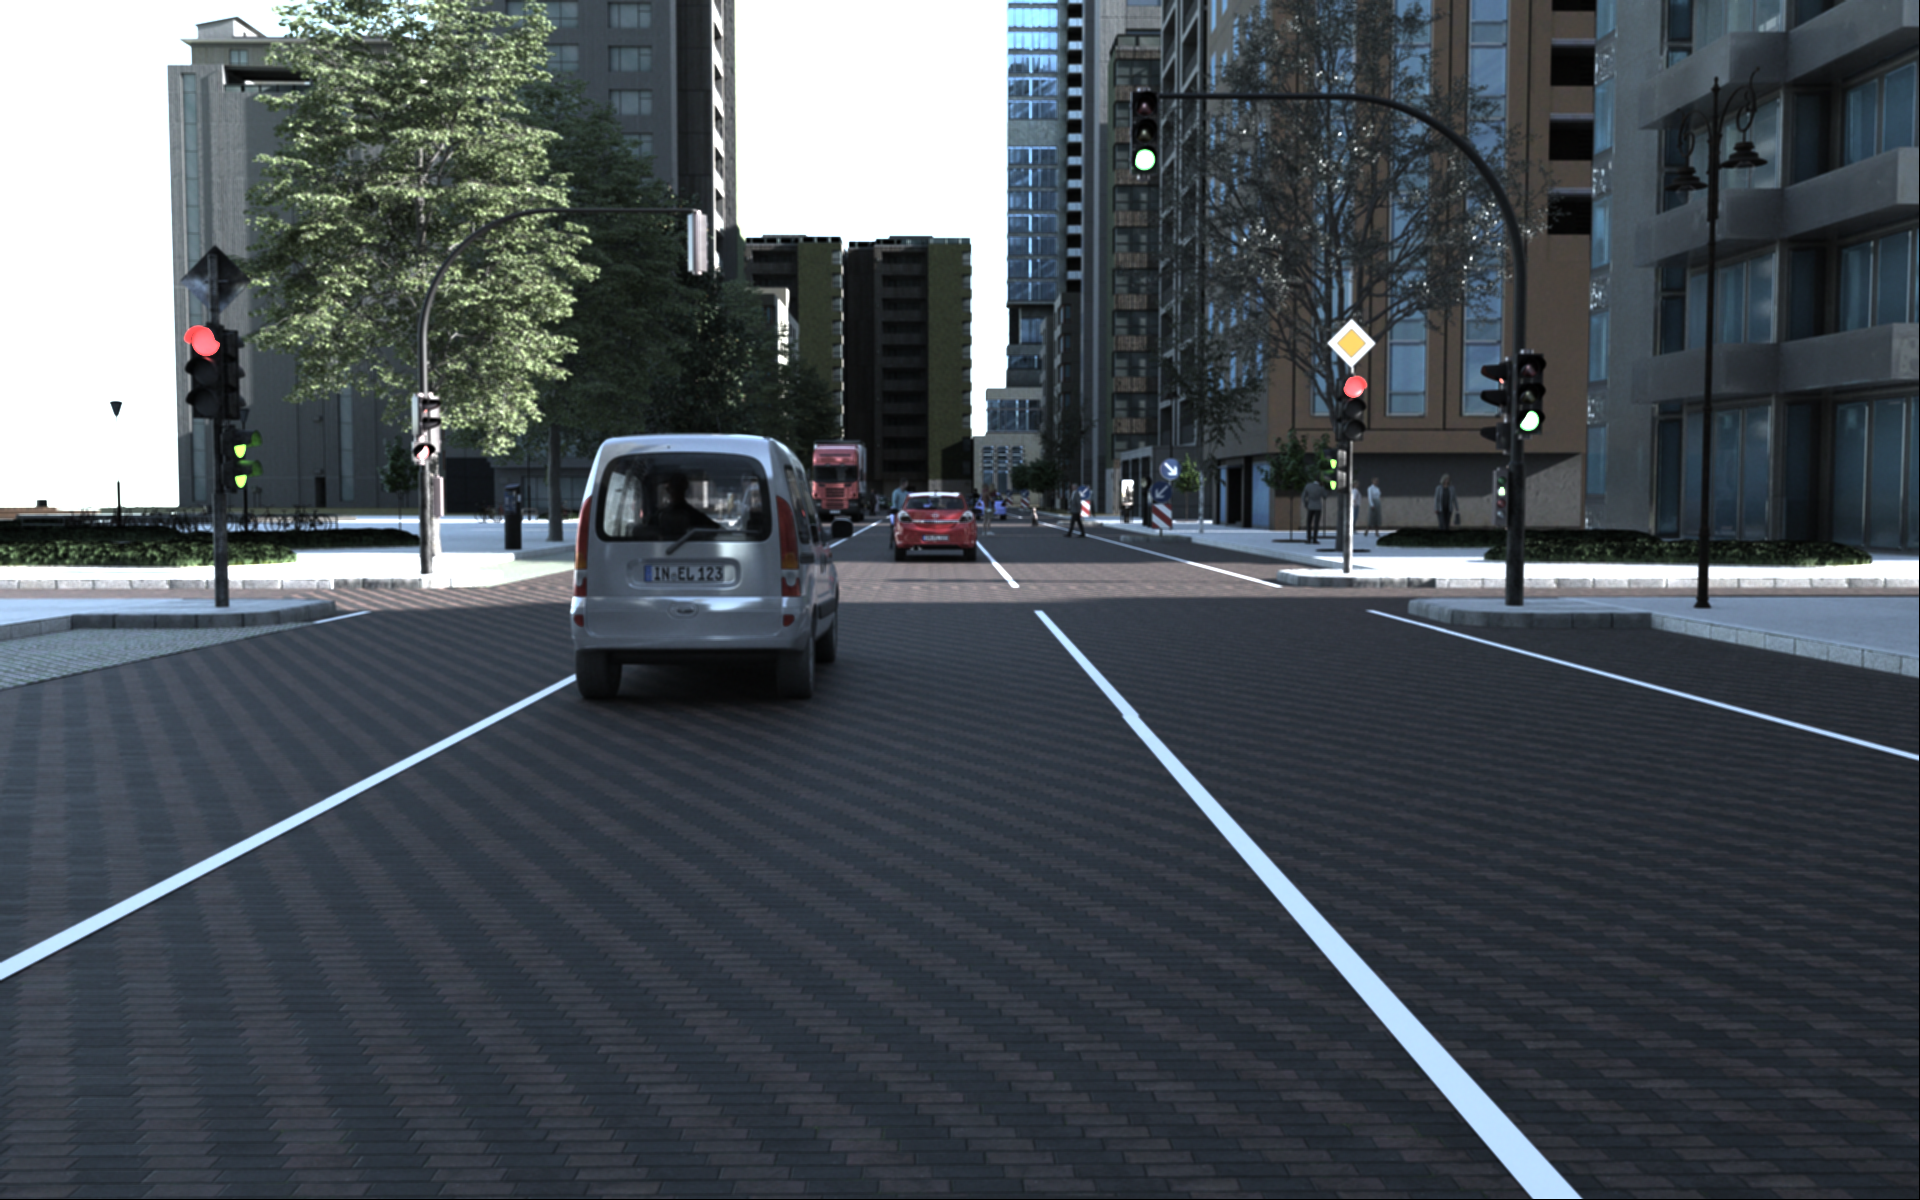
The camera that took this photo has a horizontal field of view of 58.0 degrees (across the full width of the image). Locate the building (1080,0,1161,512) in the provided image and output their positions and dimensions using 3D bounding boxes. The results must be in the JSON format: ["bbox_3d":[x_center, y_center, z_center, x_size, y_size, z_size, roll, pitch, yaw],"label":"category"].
[{"bbox_3d":[19.899,-36.177,133.499,21.231,58.520,28.212,0,4,-1],"label":"building"}]

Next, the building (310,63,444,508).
[{"bbox_3d":[-52.699,-29.630,168.042,14.086,41.232,14.154,0,4,-1],"label":"building"}]

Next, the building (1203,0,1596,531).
[{"bbox_3d":[17.349,-25.402,65.427,14.600,45.320,14.200,0,4,-1],"label":"building"}]

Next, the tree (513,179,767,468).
[{"bbox_3d":[-11.369,-8.860,61.870,9.611,12.733,9.660,0,3,0],"label":"tree"}]

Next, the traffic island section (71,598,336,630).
[{"bbox_3d":[-8.437,0.154,19.763,2.009,0.180,2.903,0,4,-1],"label":"traffic island section"}]

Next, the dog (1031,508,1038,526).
[{"bbox_3d":[3.410,-3.685,77.084,0.800,0.831,0.513,-3,4,-39],"label":"dog"}]

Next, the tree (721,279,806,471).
[{"bbox_3d":[-12.095,-10.637,92.037,7.486,12.596,7.792,0,3,0],"label":"tree"}]

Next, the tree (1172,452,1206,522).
[{"bbox_3d":[10.387,-5.231,80.124,1.663,3.219,1.824,0,3,0],"label":"tree"}]

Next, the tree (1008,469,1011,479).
[{"bbox_3d":[6.110,-10.999,163.545,4.285,4.588,4.351,0,3,0],"label":"tree"}]

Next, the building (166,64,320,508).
[{"bbox_3d":[-66.796,-29.667,168.642,14.086,41.232,14.154,0,4,-1],"label":"building"}]

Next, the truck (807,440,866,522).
[{"bbox_3d":[-6.406,-6.329,92.393,2.839,4.237,11.283,0,4,-1],"label":"truck"}]

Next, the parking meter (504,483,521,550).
[{"bbox_3d":[-10.362,-1.939,40.120,0.372,1.533,0.369,0,3,0],"label":"parking meter"}]

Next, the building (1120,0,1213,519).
[{"bbox_3d":[19.826,-39.865,90.037,20.563,71.187,20.611,0,4,-1],"label":"building"}]

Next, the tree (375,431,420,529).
[{"bbox_3d":[-16.929,-3.512,52.022,1.663,3.219,1.824,0,3,0],"label":"tree"}]

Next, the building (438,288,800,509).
[{"bbox_3d":[-30.643,-19.459,163.186,28.899,21.520,27.650,0,4,-1],"label":"building"}]

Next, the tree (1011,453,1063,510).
[{"bbox_3d":[6.803,-9.573,140.228,4.285,4.588,4.351,0,3,0],"label":"tree"}]

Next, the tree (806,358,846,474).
[{"bbox_3d":[-13.032,-13.700,142.124,7.486,12.596,7.792,0,3,0],"label":"tree"}]

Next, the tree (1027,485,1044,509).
[{"bbox_3d":[6.694,-9.203,145.075,1.663,3.219,1.824,0,3,0],"label":"tree"}]

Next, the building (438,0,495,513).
[{"bbox_3d":[-24.760,-42.036,125.541,20.563,71.187,20.611,0,4,-1],"label":"building"}]

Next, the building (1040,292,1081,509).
[{"bbox_3d":[22.246,-19.458,163.169,27.650,21.520,28.899,0,4,-1],"label":"building"}]

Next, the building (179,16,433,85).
[{"bbox_3d":[-69.840,-37.406,200.824,27.495,52.752,28.713,0,4,-1],"label":"building"}]

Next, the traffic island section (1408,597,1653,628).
[{"bbox_3d":[6.402,0.140,19.985,2.009,0.180,2.903,0,4,-1],"label":"traffic island section"}]

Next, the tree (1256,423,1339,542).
[{"bbox_3d":[8.986,-3.170,46.436,1.663,3.219,1.824,0,3,0],"label":"tree"}]

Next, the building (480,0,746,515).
[{"bbox_3d":[-21.301,-26.030,109.185,14.154,41.232,14.086,0,4,-1],"label":"building"}]

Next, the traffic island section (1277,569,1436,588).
[{"bbox_3d":[6.279,-0.348,27.970,2.009,0.180,2.903,0,4,-1],"label":"traffic island section"}]

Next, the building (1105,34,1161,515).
[{"bbox_3d":[16.365,-20.872,112.963,14.160,30.474,14.107,0,4,-1],"label":"building"}]

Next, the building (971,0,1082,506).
[{"bbox_3d":[16.831,-54.178,198.485,31.000,86.520,22.319,0,4,-1],"label":"building"}]

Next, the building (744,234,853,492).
[{"bbox_3d":[-19.757,-25.901,195.180,14.107,30.474,14.160,0,4,-1],"label":"building"}]

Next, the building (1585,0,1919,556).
[{"bbox_3d":[32.470,-25.904,43.133,30.456,49.044,23.786,0,4,-1],"label":"building"}]

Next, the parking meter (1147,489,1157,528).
[{"bbox_3d":[7.388,-3.556,66.549,0.372,1.533,0.369,0,3,0],"label":"parking meter"}]

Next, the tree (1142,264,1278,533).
[{"bbox_3d":[8.096,-6.469,56.131,4.360,8.622,3.978,0,3,0],"label":"tree"}]

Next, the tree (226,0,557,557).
[{"bbox_3d":[-11.158,-7.169,35.336,7.486,12.596,7.792,0,3,0],"label":"tree"}]

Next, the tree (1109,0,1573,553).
[{"bbox_3d":[8.437,-7.824,38.292,12.009,13.543,11.850,0,3,0],"label":"tree"}]

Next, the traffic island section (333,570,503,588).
[{"bbox_3d":[-8.560,-0.334,27.747,2.009,0.180,2.903,0,4,-1],"label":"traffic island section"}]

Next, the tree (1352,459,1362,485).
[{"bbox_3d":[10.484,-3.393,50.076,1.663,3.219,1.824,0,3,0],"label":"tree"}]

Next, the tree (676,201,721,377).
[{"bbox_3d":[-10.610,-7.875,46.876,7.486,12.596,7.792,0,3,0],"label":"tree"}]

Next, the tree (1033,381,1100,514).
[{"bbox_3d":[6.817,-9.881,111.916,4.360,8.622,3.978,0,3,0],"label":"tree"}]

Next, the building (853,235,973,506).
[{"bbox_3d":[-5.663,-25.959,196.130,14.107,30.474,14.160,0,4,-1],"label":"building"}]
